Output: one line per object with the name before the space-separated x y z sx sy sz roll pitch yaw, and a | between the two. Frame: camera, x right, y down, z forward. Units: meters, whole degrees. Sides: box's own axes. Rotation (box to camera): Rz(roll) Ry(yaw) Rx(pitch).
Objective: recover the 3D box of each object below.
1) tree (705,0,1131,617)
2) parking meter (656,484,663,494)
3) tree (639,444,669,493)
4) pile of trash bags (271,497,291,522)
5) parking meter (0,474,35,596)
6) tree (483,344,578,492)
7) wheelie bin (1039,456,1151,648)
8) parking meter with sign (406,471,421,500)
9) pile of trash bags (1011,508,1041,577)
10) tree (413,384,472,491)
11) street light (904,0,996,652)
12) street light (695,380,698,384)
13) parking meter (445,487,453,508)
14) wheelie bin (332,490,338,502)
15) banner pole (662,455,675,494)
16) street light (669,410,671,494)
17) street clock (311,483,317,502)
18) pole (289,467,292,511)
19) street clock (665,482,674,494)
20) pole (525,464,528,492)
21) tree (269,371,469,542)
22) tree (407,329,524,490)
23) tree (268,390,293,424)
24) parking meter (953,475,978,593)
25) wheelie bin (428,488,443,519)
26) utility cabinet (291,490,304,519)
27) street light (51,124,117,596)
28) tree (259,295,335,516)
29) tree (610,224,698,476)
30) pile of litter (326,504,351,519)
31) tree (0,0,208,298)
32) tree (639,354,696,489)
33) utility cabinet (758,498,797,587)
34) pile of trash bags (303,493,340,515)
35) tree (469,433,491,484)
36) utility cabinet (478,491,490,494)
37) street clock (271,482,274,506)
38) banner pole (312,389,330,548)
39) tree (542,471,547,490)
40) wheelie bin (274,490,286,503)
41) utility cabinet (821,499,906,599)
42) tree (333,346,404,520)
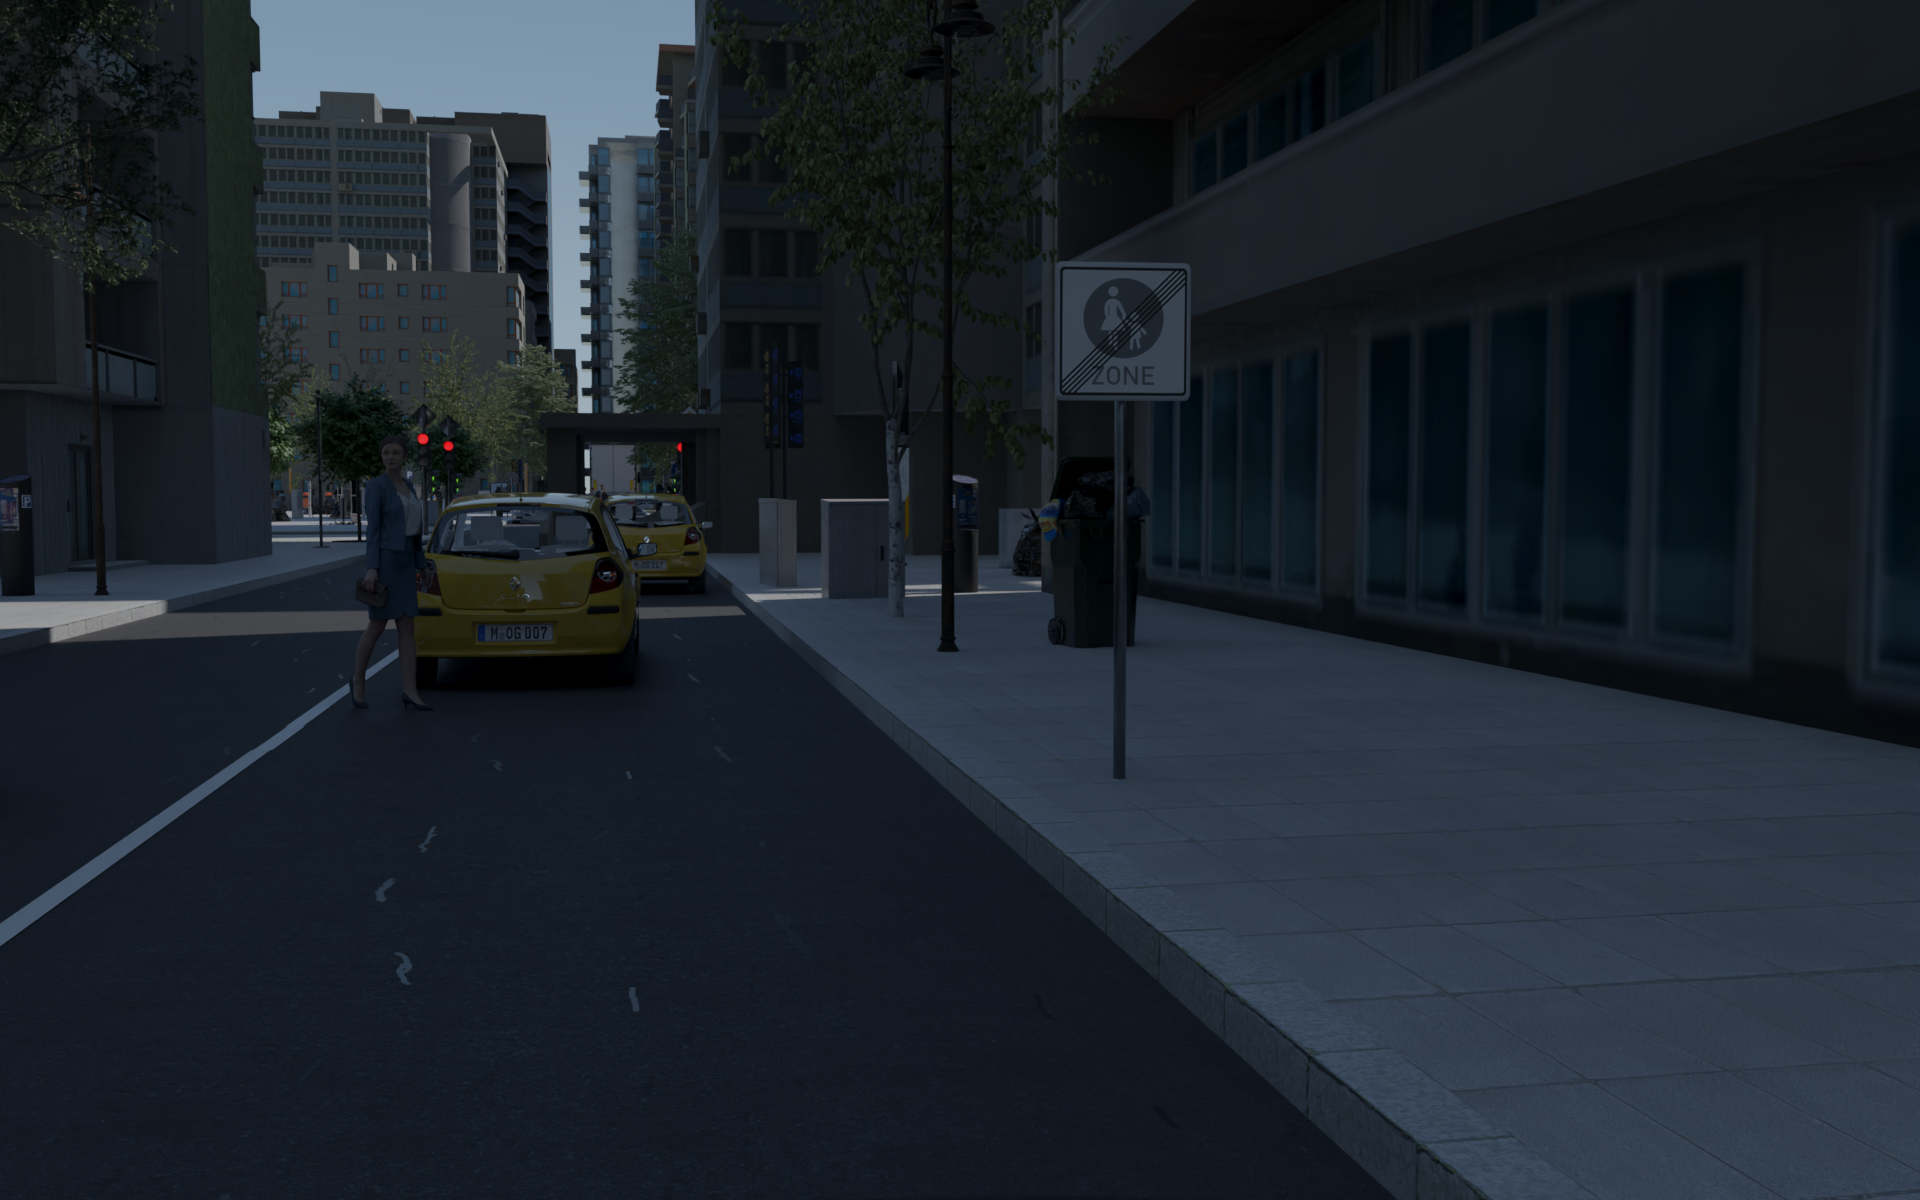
tree | -0.603 -4.112 17.602 4.737 8.622 4.395 0 3 0
parking meter | -17.990 -5.990 103.639 0.255 1.863 0.399 3 5 40
tree | -19.625 -10.088 115.297 4.737 8.622 4.395 0 3 0
pile of trash bags | -32.663 -4.312 80.258 3.447 1.369 1.912 2 4 32
parking meter | -11.906 -0.822 21.855 0.372 1.533 0.369 0 3 0
tree | -32.158 -13.014 130.913 7.486 12.596 7.792 0 3 0
wheelie bin | 1.176 -0.412 14.649 0.980 1.594 0.693 -1 4 -20
parking meter with sign | -41.468 -8.313 132.185 0.543 3.016 1.738 1 4 17
pile of trash bags | 2.631 -1.068 27.207 3.447 1.369 1.912 -1 4 -21
tree | -34.390 -10.112 115.691 4.360 8.622 3.978 0 3 0
street light | -0.098 -2.519 13.967 0.468 5.910 1.993 -1 4 -11
street light | -8.151 -5.028 54.988 0.468 5.910 1.993 -1 4 -11
parking meter | -22.052 -4.222 74.733 0.255 1.863 0.399 0 4 3
wheelie bin | -46.787 -7.485 130.286 0.693 1.594 0.980 1 4 16
banner pole | -18.178 -7.252 108.582 0.863 3.779 0.401 2 4 31
street light | -15.943 -7.495 95.337 0.468 5.910 1.993 -1 4 -11
street clock | -43.315 -6.815 116.000 0.471 2.002 0.358 0 4 5
pole | -50.343 -8.347 130.322 0.158 3.312 0.155 0 3 0
street clock | -17.050 -5.945 101.772 0.471 2.002 0.358 -2 4 -35
pole | -29.326 -7.544 117.193 0.158 3.312 0.155 0 3 0
tree | -16.209 -3.841 46.509 4.285 4.588 4.351 0 3 0
tree | -23.024 -7.823 78.276 4.737 8.622 4.395 0 3 0
tree | -47.016 -10.224 117.525 4.360 8.622 3.978 0 3 0
parking meter | 0.051 -0.867 22.593 0.372 1.533 0.369 0 3 0
wheelie bin | -25.261 -4.617 83.390 0.693 1.594 0.980 -2 4 -31
utility cabinet | -33.963 -4.901 88.809 0.318 1.500 1.173 0 4 -7
street light | -10.888 -2.997 21.797 0.468 5.910 1.993 -1 4 -11
tree | -25.513 -6.872 62.724 4.737 8.622 4.395 0 3 0
tree | -10.877 -9.487 73.245 7.486 12.596 7.792 0 3 0
pile of litter | -32.018 -4.652 90.027 1.719 0.858 1.176 -1 4 -17
tree | -10.293 -4.925 14.943 7.601 10.594 8.767 -1 4 -20
tree | -13.883 -8.284 85.812 4.360 8.622 3.978 0 3 0
utility cabinet | -2.556 -0.807 24.350 0.306 1.237 1.020 -1 4 -21
pile of trash bags | -39.877 -5.974 107.434 1.912 1.369 3.447 0 4 4
tree | -20.266 -5.157 68.032 4.285 4.588 4.351 0 3 0
utility cabinet | -31.686 -6.564 115.999 1.173 1.500 0.318 2 4 28
street clock | -37.737 -5.510 94.653 0.471 2.002 0.358 0 4 -8
banner pole | -15.205 -3.129 41.179 0.401 3.779 0.863 -2 4 -25
tree | -44.574 -12.676 190.973 4.285 4.588 4.351 0 3 0
wheelie bin | -51.016 -7.460 129.871 0.980 1.594 0.693 1 4 9
utility cabinet | -1.193 -0.629 21.454 1.020 1.237 0.306 -2 4 -25
tree | -29.858 -8.326 86.490 4.360 8.622 3.978 0 3 0
